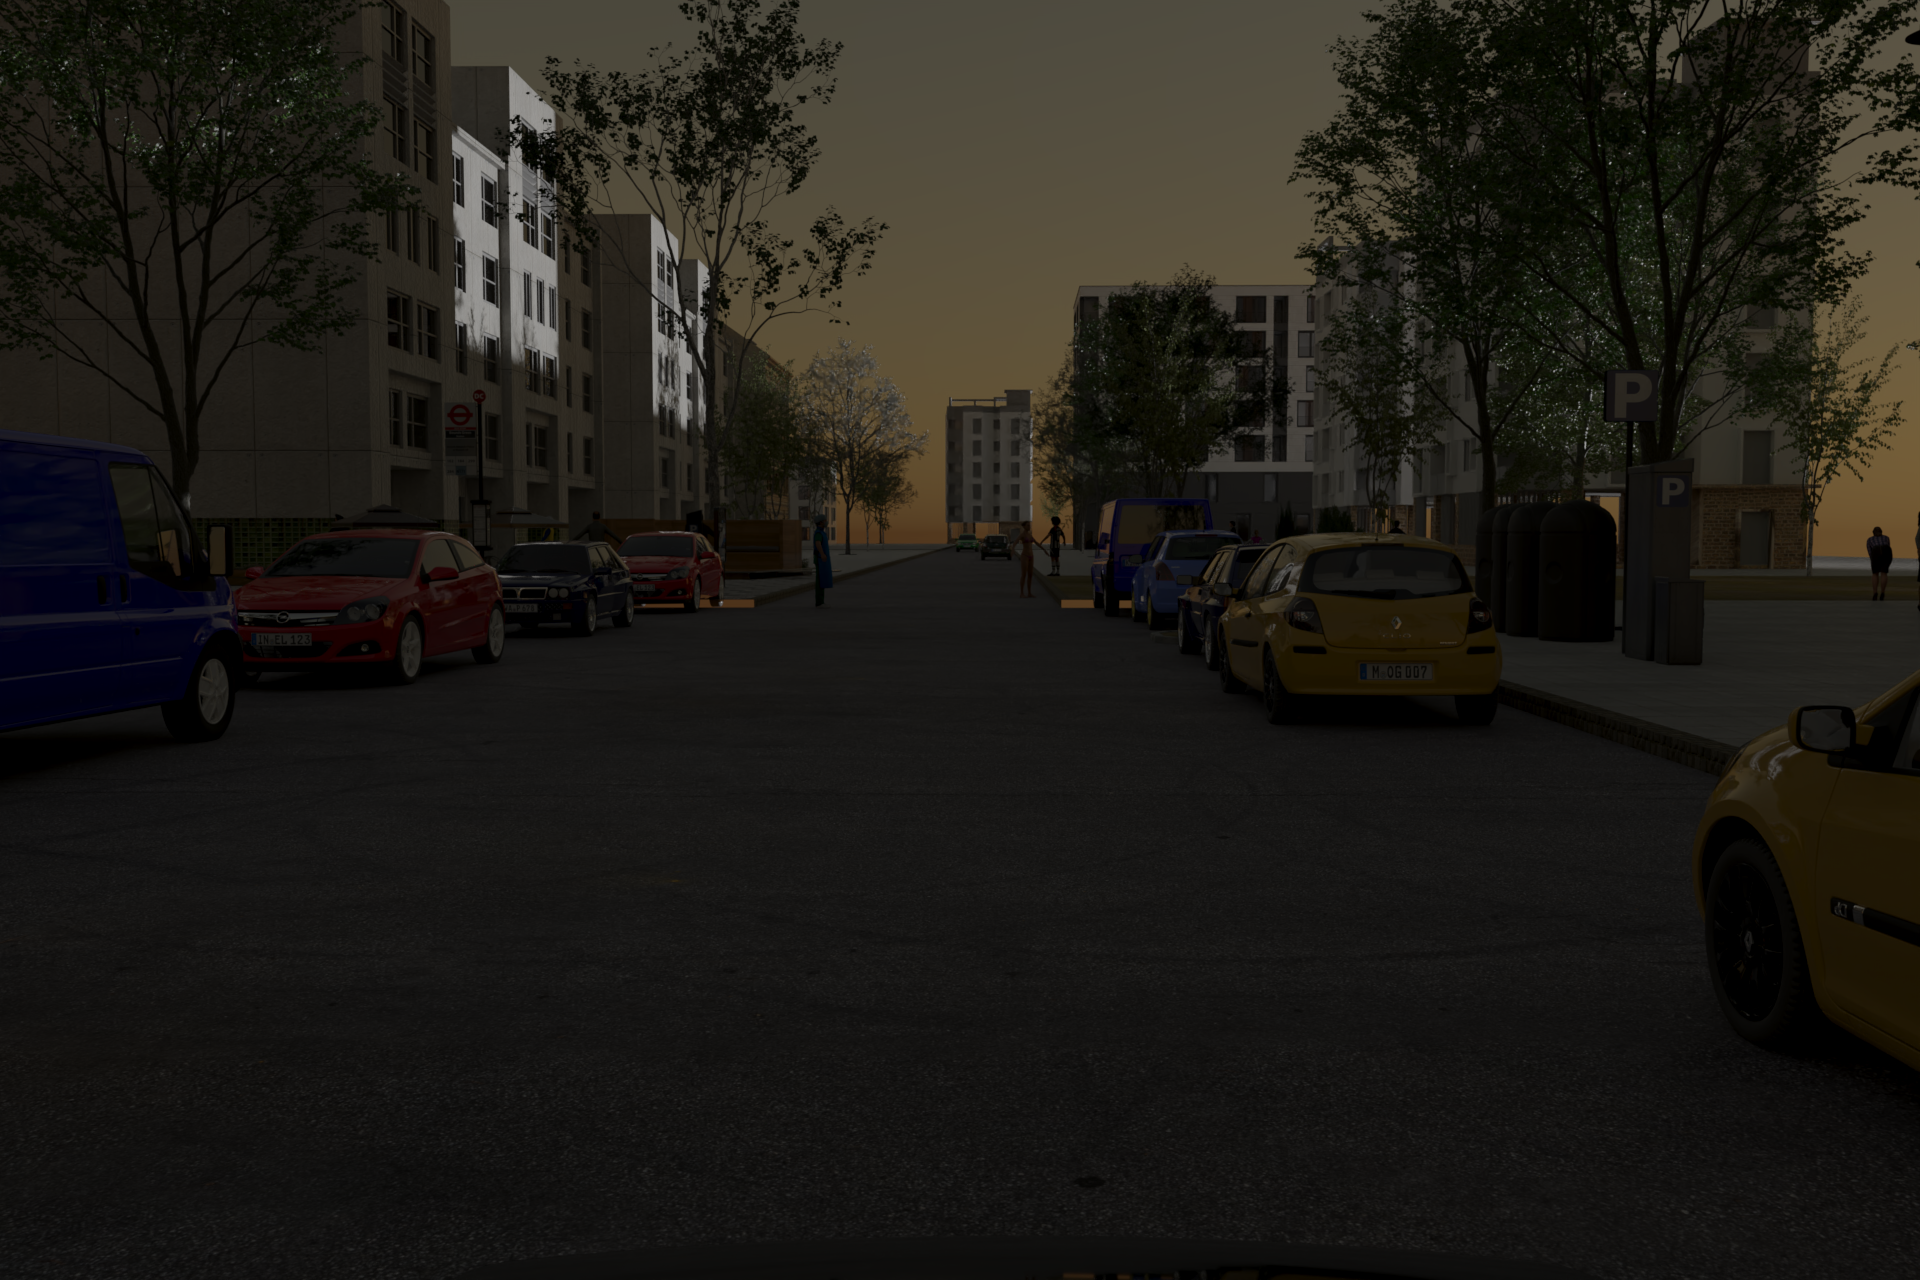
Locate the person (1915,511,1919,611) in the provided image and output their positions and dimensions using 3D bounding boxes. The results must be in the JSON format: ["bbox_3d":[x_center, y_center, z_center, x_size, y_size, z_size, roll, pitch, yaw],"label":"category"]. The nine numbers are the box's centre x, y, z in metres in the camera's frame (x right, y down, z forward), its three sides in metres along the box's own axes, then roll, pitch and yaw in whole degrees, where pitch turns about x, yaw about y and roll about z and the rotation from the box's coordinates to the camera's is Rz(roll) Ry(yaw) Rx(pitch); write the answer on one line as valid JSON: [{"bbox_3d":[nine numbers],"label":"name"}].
[{"bbox_3d":[16.104,-1.336,28.668,1.217,1.735,0.721,-3,5,-40],"label":"person"}]

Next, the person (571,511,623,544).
[{"bbox_3d":[-8.192,-2.005,39.056,1.348,1.796,0.705,-1,4,-13],"label":"person"}]

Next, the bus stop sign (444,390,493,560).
[{"bbox_3d":[-9.083,-2.652,32.056,0.855,3.939,0.416,0,4,0],"label":"bus stop sign"}]

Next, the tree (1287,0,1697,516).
[{"bbox_3d":[9.730,-6.498,32.002,9.928,11.665,9.643,0,3,0],"label":"tree"}]

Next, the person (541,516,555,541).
[{"bbox_3d":[-11.194,-2.466,46.784,0.721,1.772,1.216,0,4,1],"label":"person"}]

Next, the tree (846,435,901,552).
[{"bbox_3d":[-6.614,-10.724,125.701,4.737,8.622,4.395,0,3,0],"label":"tree"}]

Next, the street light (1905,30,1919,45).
[{"bbox_3d":[6.955,-2.379,11.682,0.468,5.910,1.993,0,4,1],"label":"street light"}]

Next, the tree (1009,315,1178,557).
[{"bbox_3d":[7.776,-11.319,95.438,12.009,13.543,11.850,0,3,0],"label":"tree"}]

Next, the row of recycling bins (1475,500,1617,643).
[{"bbox_3d":[7.397,-0.920,22.147,1.069,1.692,3.534,0,4,1],"label":"row of recycling bins"}]

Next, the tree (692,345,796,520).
[{"bbox_3d":[-8.250,-7.159,67.410,4.737,8.622,4.395,0,3,0],"label":"tree"}]

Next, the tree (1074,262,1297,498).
[{"bbox_3d":[7.692,-7.599,58.654,8.767,10.594,7.601,2,4,35],"label":"tree"}]

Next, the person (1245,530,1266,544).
[{"bbox_3d":[10.329,-3.130,60.445,0.991,1.433,0.599,0,4,3],"label":"person"}]

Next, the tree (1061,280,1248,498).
[{"bbox_3d":[7.931,-8.822,69.997,9.928,11.665,9.643,0,3,0],"label":"tree"}]

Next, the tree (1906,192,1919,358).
[{"bbox_3d":[29.138,-8.393,43.882,9.857,13.997,8.962,0,3,0],"label":"tree"}]

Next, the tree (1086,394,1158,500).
[{"bbox_3d":[7.622,-7.948,80.314,4.360,8.622,3.978,0,3,0],"label":"tree"}]

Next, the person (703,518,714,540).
[{"bbox_3d":[-6.517,-2.278,43.386,1.346,1.812,0.704,-1,4,-18],"label":"person"}]

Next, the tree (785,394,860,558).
[{"bbox_3d":[-7.964,-8.640,91.634,4.360,8.622,3.978,0,3,0],"label":"tree"}]

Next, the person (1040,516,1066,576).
[{"bbox_3d":[2.879,-2.858,52.874,0.704,1.843,1.345,3,4,38],"label":"person"}]

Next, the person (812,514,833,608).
[{"bbox_3d":[-2.658,-1.526,33.538,0.704,1.817,1.347,0,4,-1],"label":"person"}]

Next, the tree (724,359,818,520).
[{"bbox_3d":[-7.857,-7.504,73.060,4.737,8.622,4.395,0,3,0],"label":"tree"}]

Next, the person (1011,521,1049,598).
[{"bbox_3d":[1.561,-1.817,38.972,1.217,1.733,0.721,-3,5,-44],"label":"person"}]

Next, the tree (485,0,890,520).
[{"bbox_3d":[-8.687,-12.193,55.240,12.611,20.169,13.585,0,3,0],"label":"tree"}]

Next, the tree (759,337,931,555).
[{"bbox_3d":[-6.890,-12.010,106.727,12.009,13.543,11.850,0,3,0],"label":"tree"}]

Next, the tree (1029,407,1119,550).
[{"bbox_3d":[9.374,-13.006,138.404,9.928,11.665,9.643,0,3,0],"label":"tree"}]

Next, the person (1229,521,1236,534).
[{"bbox_3d":[10.776,-3.825,68.725,0.705,1.806,1.347,0,4,7],"label":"person"}]

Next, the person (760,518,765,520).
[{"bbox_3d":[-7.000,-3.390,61.289,1.347,1.847,0.705,2,4,32],"label":"person"}]

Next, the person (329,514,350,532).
[{"bbox_3d":[-17.195,-2.571,47.966,0.705,1.837,1.347,3,4,37],"label":"person"}]

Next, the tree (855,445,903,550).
[{"bbox_3d":[-6.044,-11.625,140.429,4.360,8.622,3.978,0,3,0],"label":"tree"}]

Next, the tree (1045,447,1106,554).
[{"bbox_3d":[8.020,-9.846,111.338,4.360,8.622,3.978,0,3,0],"label":"tree"}]

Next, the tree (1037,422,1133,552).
[{"bbox_3d":[9.267,-11.774,126.922,7.601,10.594,8.767,-1,4,-12],"label":"tree"}]

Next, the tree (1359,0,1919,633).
[{"bbox_3d":[9.167,-5.928,22.681,9.928,11.665,9.643,0,3,0],"label":"tree"}]

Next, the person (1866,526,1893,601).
[{"bbox_3d":[17.654,-1.468,33.281,0.421,1.427,0.697,1,4,17],"label":"person"}]

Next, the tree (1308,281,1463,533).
[{"bbox_3d":[12.265,-6.107,50.211,4.737,8.622,4.395,0,3,0],"label":"tree"}]

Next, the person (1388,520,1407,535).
[{"bbox_3d":[14.549,-3.111,57.587,1.216,1.740,0.721,3,4,37],"label":"person"}]
